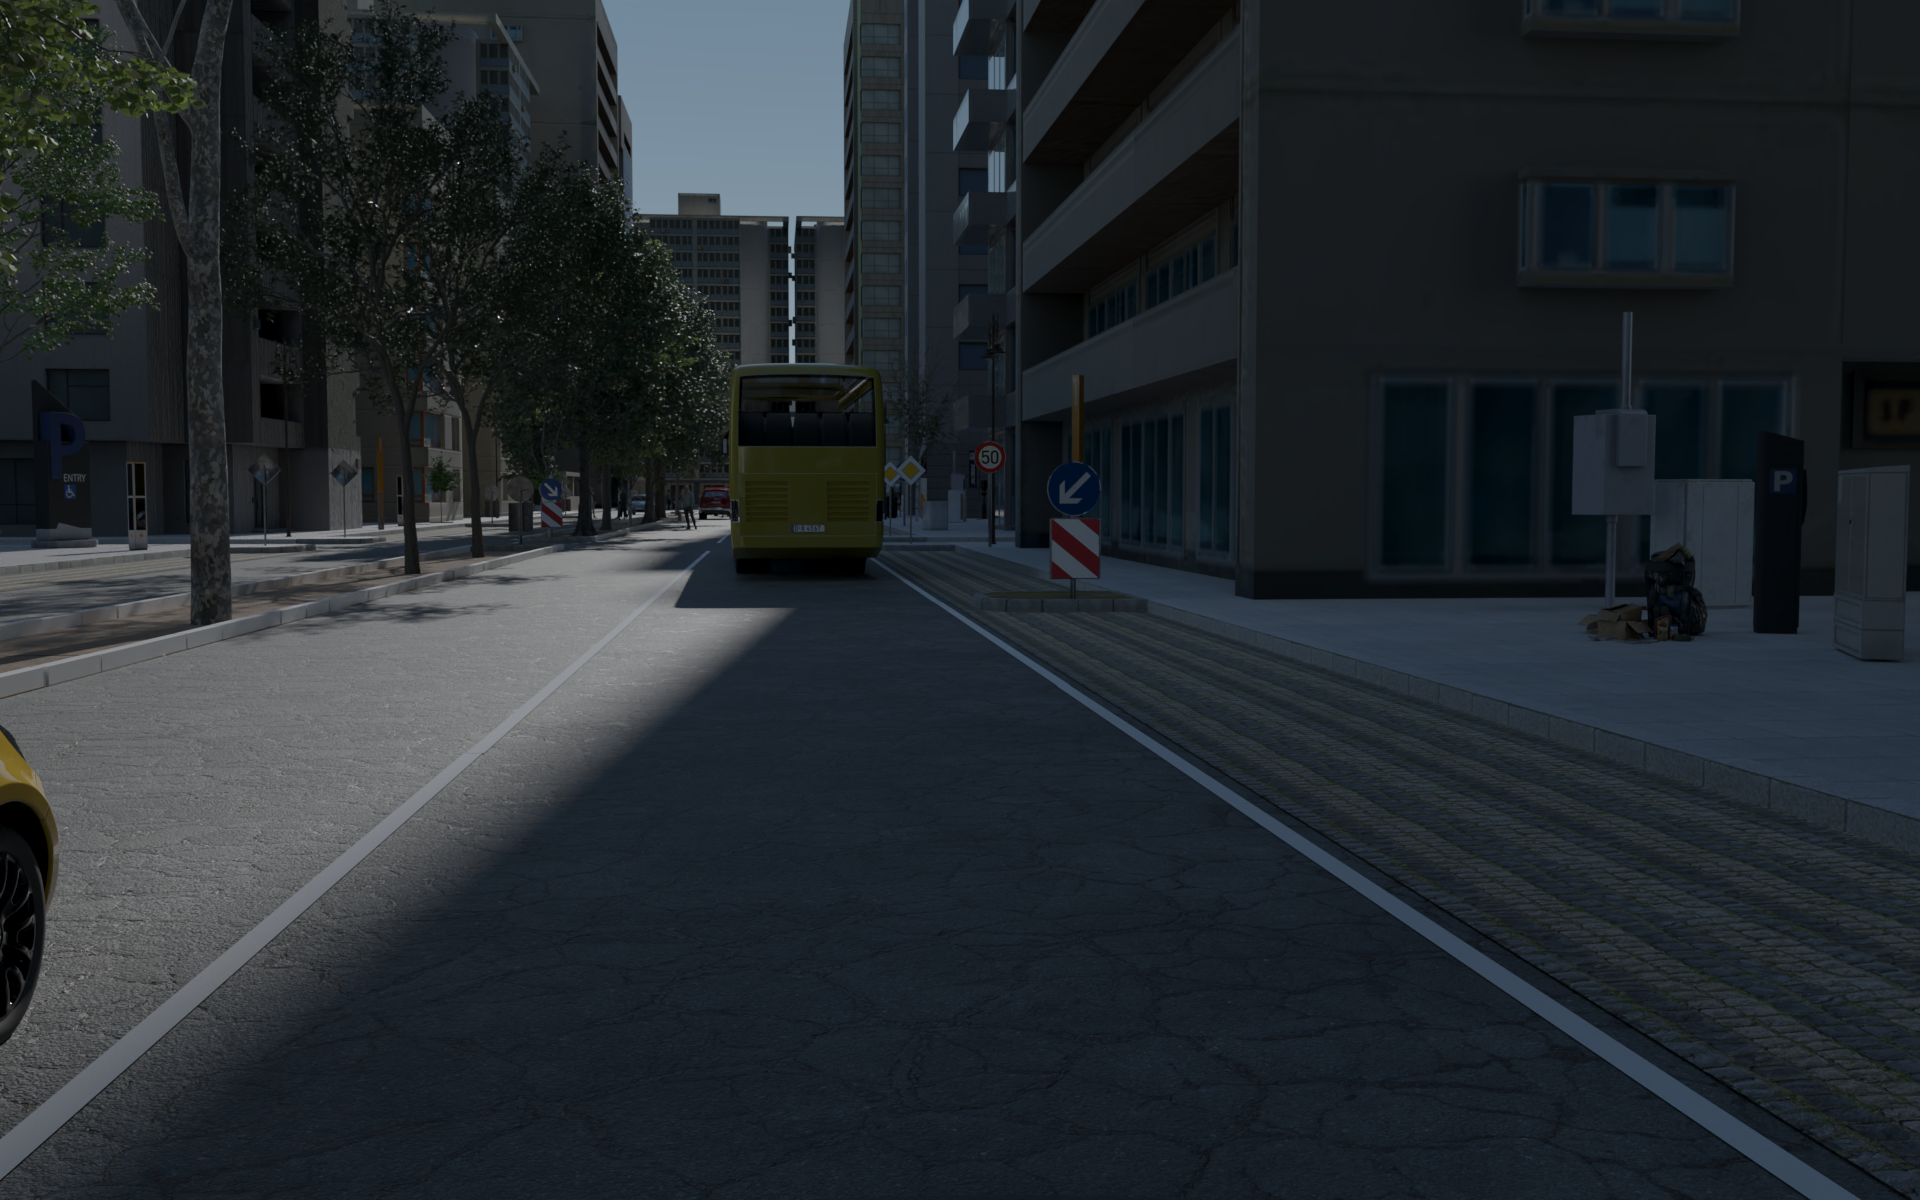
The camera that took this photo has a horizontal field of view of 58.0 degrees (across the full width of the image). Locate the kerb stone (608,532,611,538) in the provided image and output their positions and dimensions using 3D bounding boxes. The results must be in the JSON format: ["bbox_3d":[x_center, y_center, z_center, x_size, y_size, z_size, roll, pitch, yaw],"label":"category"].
[{"bbox_3d":[-11.430,-2.052,55.749,0.120,0.150,1.000,0,4,-6],"label":"kerb stone"}]

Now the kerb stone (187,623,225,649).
[{"bbox_3d":[-7.234,0.354,16.455,0.120,0.150,1.000,0,4,-6],"label":"kerb stone"}]

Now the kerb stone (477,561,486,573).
[{"bbox_3d":[-8.870,-0.581,31.721,0.120,0.150,1.000,0,4,-6],"label":"kerb stone"}]

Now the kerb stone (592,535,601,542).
[{"bbox_3d":[-11.101,-1.862,52.688,0.120,0.150,1.000,0,4,-6],"label":"kerb stone"}]

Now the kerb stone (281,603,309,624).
[{"bbox_3d":[-7.561,0.164,19.507,0.120,0.150,1.000,0,4,-6],"label":"kerb stone"}]

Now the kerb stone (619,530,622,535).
[{"bbox_3d":[-11.863,-2.301,59.821,0.120,0.150,1.000,0,4,-6],"label":"kerb stone"}]

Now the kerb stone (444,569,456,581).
[{"bbox_3d":[-8.543,-0.390,28.672,0.120,0.150,1.000,0,4,-6],"label":"kerb stone"}]

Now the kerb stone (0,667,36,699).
[{"bbox_3d":[-6.802,0.602,12.368,0.120,0.150,1.000,0,4,-6],"label":"kerb stone"}]

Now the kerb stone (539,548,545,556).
[{"bbox_3d":[-9.731,-1.081,39.868,0.120,0.150,1.000,0,4,-6],"label":"kerb stone"}]

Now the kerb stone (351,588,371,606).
[{"bbox_3d":[-7.889,-0.023,22.570,0.120,0.150,1.000,0,4,-6],"label":"kerb stone"}]

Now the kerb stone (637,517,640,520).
[{"bbox_3d":[-17.657,-4.408,94.267,0.120,0.150,1.000,0,4,-6],"label":"kerb stone"}]

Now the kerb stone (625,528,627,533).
[{"bbox_3d":[-12.081,-2.426,61.854,0.120,0.150,1.000,0,4,-6],"label":"kerb stone"}]

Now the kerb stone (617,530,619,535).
[{"bbox_3d":[-11.757,-2.239,58.805,0.120,0.150,1.000,0,4,-6],"label":"kerb stone"}]

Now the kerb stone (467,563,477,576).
[{"bbox_3d":[-8.751,-0.520,30.706,0.120,0.150,1.000,0,4,-6],"label":"kerb stone"}]

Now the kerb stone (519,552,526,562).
[{"bbox_3d":[-9.405,-0.894,36.812,0.120,0.150,1.000,0,4,-6],"label":"kerb stone"}]

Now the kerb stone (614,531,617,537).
[{"bbox_3d":[-11.643,-2.174,57.789,0.120,0.150,1.000,0,4,-6],"label":"kerb stone"}]

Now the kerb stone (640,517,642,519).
[{"bbox_3d":[-17.760,-4.469,95.286,0.120,0.150,1.000,0,4,-6],"label":"kerb stone"}]

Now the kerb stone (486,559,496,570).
[{"bbox_3d":[-8.971,-0.645,32.738,0.120,0.150,1.000,0,4,-6],"label":"kerb stone"}]

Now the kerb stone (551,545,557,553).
[{"bbox_3d":[-9.947,-1.203,41.904,0.120,0.150,1.000,0,4,-6],"label":"kerb stone"}]

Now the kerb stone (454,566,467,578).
[{"bbox_3d":[-8.640,-0.457,29.690,0.120,0.150,1.000,0,4,-6],"label":"kerb stone"}]

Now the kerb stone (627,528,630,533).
[{"bbox_3d":[-12.189,-2.488,62.875,0.120,0.150,1.000,0,4,-6],"label":"kerb stone"}]

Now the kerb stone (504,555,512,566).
[{"bbox_3d":[-9.187,-0.768,34.771,0.120,0.150,1.000,0,4,-6],"label":"kerb stone"}]

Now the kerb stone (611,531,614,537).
[{"bbox_3d":[-11.537,-2.111,56.766,0.120,0.150,1.000,0,4,-6],"label":"kerb stone"}]

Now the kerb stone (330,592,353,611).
[{"bbox_3d":[-7.769,0.040,21.551,0.120,0.150,1.000,0,4,-6],"label":"kerb stone"}]

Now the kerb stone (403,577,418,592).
[{"bbox_3d":[-8.218,-0.209,25.619,0.120,0.150,1.000,0,4,-6],"label":"kerb stone"}]

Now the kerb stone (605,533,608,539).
[{"bbox_3d":[-11.326,-1.985,54.732,0.120,0.150,1.000,0,4,-6],"label":"kerb stone"}]

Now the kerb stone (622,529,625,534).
[{"bbox_3d":[-11.970,-2.359,60.838,0.120,0.150,1.000,0,4,-6],"label":"kerb stone"}]

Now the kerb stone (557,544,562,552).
[{"bbox_3d":[-10.061,-1.264,42.920,0.120,0.150,1.000,0,4,-6],"label":"kerb stone"}]

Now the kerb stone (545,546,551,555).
[{"bbox_3d":[-9.843,-1.143,40.887,0.120,0.150,1.000,0,4,-6],"label":"kerb stone"}]

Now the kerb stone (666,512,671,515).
[{"bbox_3d":[-20.925,-6.277,124.832,0.120,0.150,1.000,0,4,-6],"label":"kerb stone"}]

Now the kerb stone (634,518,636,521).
[{"bbox_3d":[-17.321,-4.221,91.210,0.120,0.150,1.000,0,4,-6],"label":"kerb stone"}]

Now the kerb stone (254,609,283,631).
[{"bbox_3d":[-7.459,0.230,18.488,0.120,0.150,1.000,0,4,-6],"label":"kerb stone"}]

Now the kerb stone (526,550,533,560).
[{"bbox_3d":[-9.516,-0.956,37.830,0.120,0.150,1.000,0,4,-6],"label":"kerb stone"}]

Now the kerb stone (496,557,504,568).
[{"bbox_3d":[-9.084,-0.707,33.754,0.120,0.150,1.000,0,4,-6],"label":"kerb stone"}]

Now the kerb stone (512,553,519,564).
[{"bbox_3d":[-9.292,-0.831,35.787,0.120,0.150,1.000,0,4,-6],"label":"kerb stone"}]

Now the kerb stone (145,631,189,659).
[{"bbox_3d":[-7.127,0.418,15.432,0.120,0.150,1.000,0,4,-6],"label":"kerb stone"}]

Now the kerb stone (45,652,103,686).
[{"bbox_3d":[-6.905,0.541,13.400,0.120,0.150,1.000,0,4,-6],"label":"kerb stone"}]

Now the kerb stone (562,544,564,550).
[{"bbox_3d":[-10.170,-1.330,43.936,0.120,0.150,1.000,0,4,-6],"label":"kerb stone"}]

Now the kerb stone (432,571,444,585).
[{"bbox_3d":[-8.432,-0.334,27.656,0.120,0.150,1.000,0,4,-6],"label":"kerb stone"}]

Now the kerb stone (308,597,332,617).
[{"bbox_3d":[-7.666,0.104,20.533,0.120,0.150,1.000,0,4,-6],"label":"kerb stone"}]

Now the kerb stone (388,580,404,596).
[{"bbox_3d":[-8.099,-0.147,24.604,0.120,0.150,1.000,0,4,-6],"label":"kerb stone"}]

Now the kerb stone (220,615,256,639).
[{"bbox_3d":[-7.343,0.289,17.472,0.120,0.150,1.000,0,4,-6],"label":"kerb stone"}]

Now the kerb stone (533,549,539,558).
[{"bbox_3d":[-9.623,-1.015,38.852,0.120,0.150,1.000,0,4,-6],"label":"kerb stone"}]

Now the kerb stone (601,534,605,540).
[{"bbox_3d":[-11.206,-1.927,53.710,0.120,0.150,1.000,0,4,-6],"label":"kerb stone"}]

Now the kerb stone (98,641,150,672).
[{"bbox_3d":[-7.012,0.480,14.416,0.120,0.150,1.000,0,4,-6],"label":"kerb stone"}]

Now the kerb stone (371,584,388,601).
[{"bbox_3d":[-7.993,-0.085,23.587,0.120,0.150,1.000,0,4,-6],"label":"kerb stone"}]

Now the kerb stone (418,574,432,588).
[{"bbox_3d":[-8.321,-0.272,26.636,0.120,0.150,1.000,0,4,-6],"label":"kerb stone"}]
